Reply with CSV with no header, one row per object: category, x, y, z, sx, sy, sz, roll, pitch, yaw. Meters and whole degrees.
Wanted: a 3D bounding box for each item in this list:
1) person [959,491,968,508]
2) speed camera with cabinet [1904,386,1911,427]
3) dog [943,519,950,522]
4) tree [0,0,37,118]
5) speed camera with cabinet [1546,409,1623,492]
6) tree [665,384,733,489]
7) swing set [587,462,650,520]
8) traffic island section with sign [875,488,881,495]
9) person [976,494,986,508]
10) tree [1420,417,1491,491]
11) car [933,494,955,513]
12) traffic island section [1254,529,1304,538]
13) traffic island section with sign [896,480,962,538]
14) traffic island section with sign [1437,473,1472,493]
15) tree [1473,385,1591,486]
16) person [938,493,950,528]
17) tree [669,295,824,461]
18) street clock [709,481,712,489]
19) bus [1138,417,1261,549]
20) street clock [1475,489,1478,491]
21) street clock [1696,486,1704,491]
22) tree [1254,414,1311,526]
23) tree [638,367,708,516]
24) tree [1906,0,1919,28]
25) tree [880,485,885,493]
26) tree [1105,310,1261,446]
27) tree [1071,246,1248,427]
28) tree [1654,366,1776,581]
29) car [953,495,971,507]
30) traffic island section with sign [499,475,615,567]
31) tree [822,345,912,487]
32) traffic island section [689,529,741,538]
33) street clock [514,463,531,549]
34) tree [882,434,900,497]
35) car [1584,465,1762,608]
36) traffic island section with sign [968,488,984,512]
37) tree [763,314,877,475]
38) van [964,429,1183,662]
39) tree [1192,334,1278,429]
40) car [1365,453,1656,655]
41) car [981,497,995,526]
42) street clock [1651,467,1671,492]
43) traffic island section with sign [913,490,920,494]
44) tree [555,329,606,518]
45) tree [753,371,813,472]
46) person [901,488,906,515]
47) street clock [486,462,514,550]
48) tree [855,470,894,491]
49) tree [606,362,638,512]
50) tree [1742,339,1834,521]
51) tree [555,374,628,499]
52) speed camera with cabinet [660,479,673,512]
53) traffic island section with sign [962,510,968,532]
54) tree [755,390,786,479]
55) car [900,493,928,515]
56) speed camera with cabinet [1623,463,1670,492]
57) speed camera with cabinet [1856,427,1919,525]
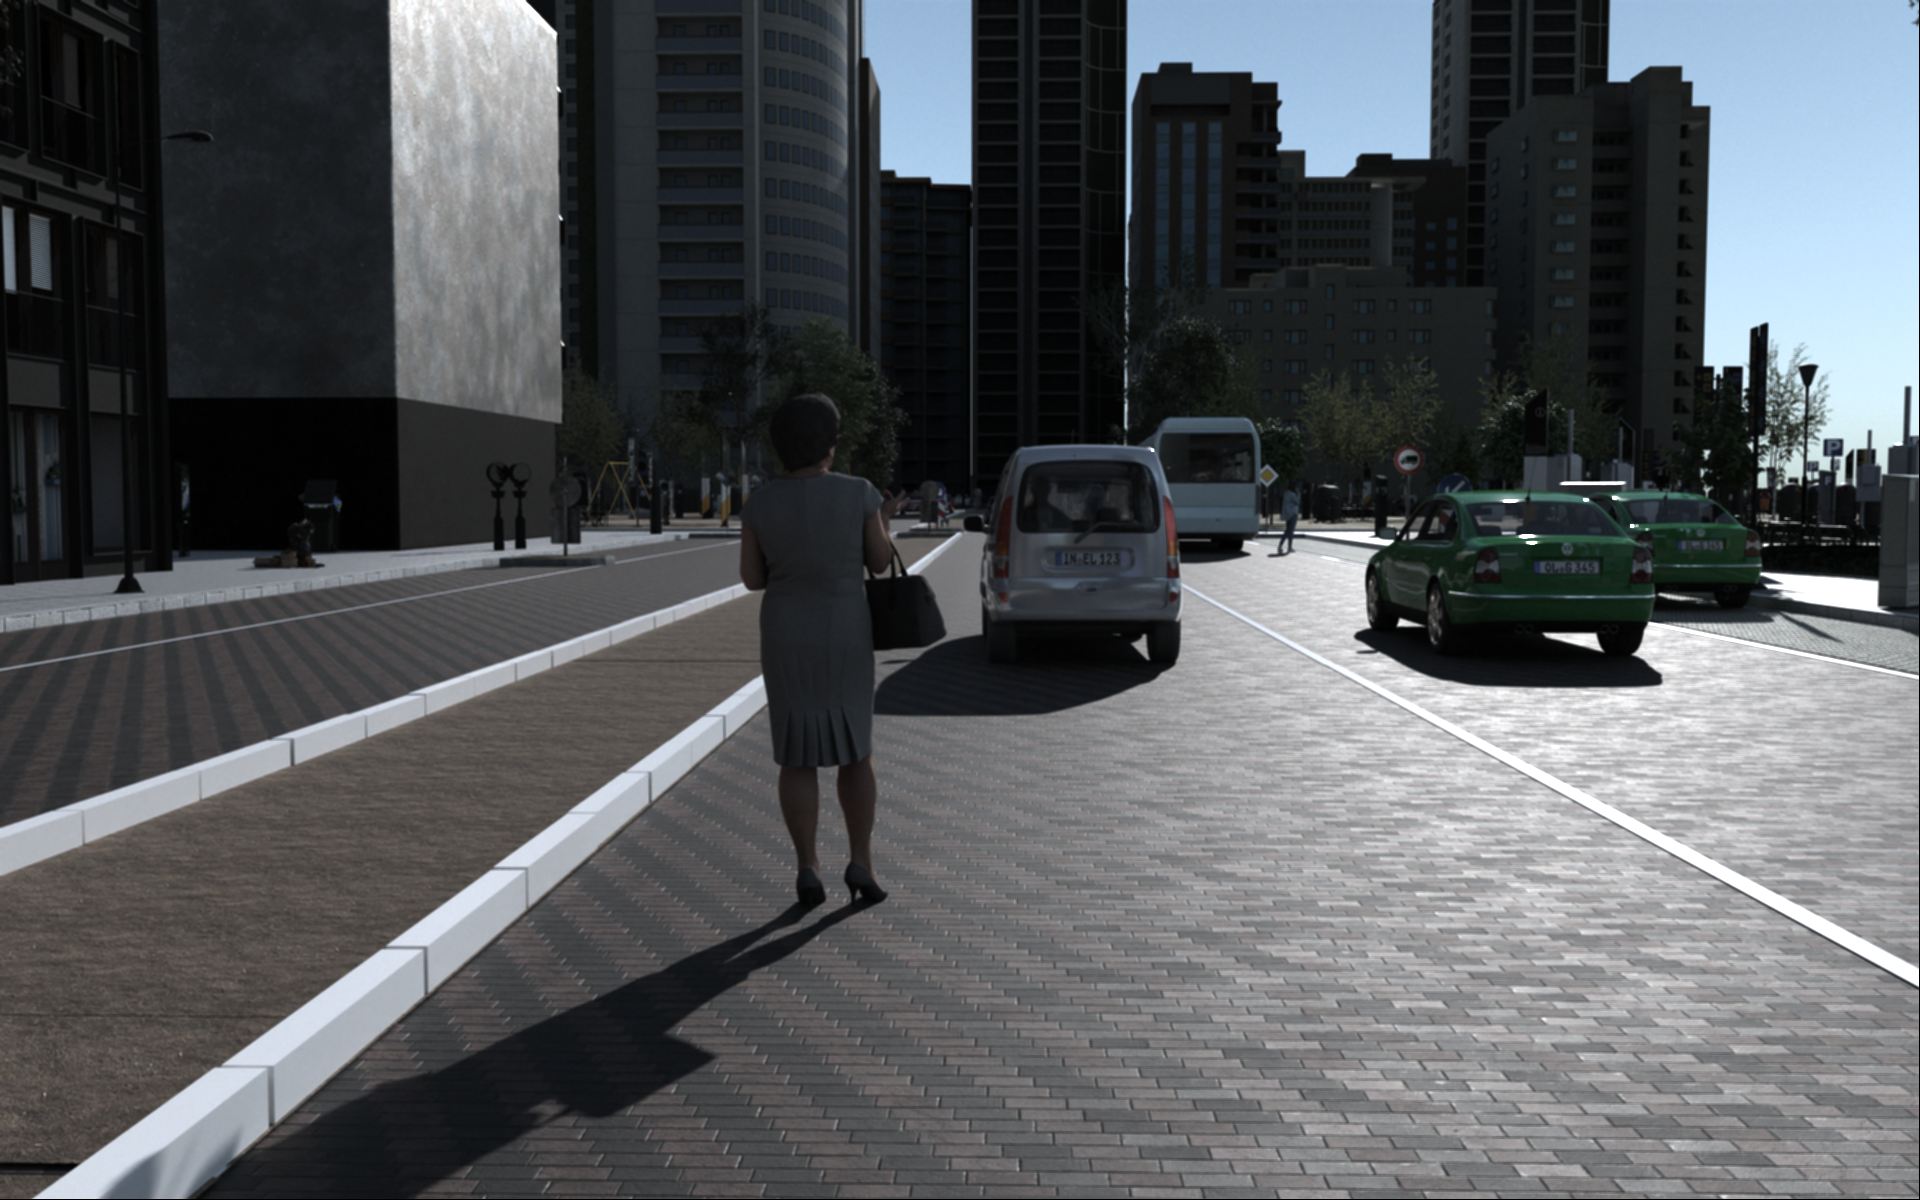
person,0.395,-10.391,178.909,1.217,1.766,0.721,3,5,41
speed camera with cabinet,17.770,-2.259,31.277,0.660,3.252,2.038,-1,4,-16
dog,-0.659,-4.155,88.135,0.748,0.427,0.550,-1,4,-18
tree,-11.138,-4.001,15.775,4.360,8.622,3.978,0,3,0
speed camera with cabinet,14.616,-2.840,40.770,2.038,3.252,0.660,-2,4,-35
tree,-16.866,-10.027,114.299,4.737,8.622,4.395,0,3,0
swing set,-16.925,-5.419,86.222,2.862,2.851,3.119,1,4,12
traffic island section with sign,-5.657,-6.669,117.661,1.989,1.847,2.006,0,4,2
person,2.095,-10.197,176.006,1.217,1.735,0.721,0,4,6
tree,12.669,-3.003,43.704,1.663,3.219,1.824,0,3,0
car,-1.414,-7.526,132.090,2.155,1.783,4.494,0,4,2
traffic island section,10.121,-2.129,57.082,2.009,0.180,2.903,0,4,2
traffic island section with sign,-1.057,-3.028,57.651,2.006,1.907,1.989,0,4,2
traffic island section with sign,9.449,-1.561,34.158,1.989,1.847,2.006,0,4,2
tree,17.262,-4.194,52.292,4.285,4.588,4.351,0,3,0
person,-0.712,-3.866,71.976,0.793,1.790,0.793,2,4,28
tree,-9.796,-8.939,80.573,8.767,10.594,7.601,2,4,34
street clock,-13.974,-5.594,96.031,0.471,2.002,0.358,-1,4,-22
bus,6.326,-3.260,48.154,2.948,3.499,13.247,0,4,4
street clock,33.376,-6.588,112.284,0.471,2.002,0.358,2,4,28
street clock,41.015,-5.594,96.025,0.471,2.002,0.358,1,4,15
tree,12.752,-5.349,71.175,4.285,4.588,4.351,0,3,0
tree,-16.645,-9.161,100.146,4.360,8.622,3.978,0,3,0
tree,11.924,-6.354,14.265,12.009,13.543,11.850,0,3,0
tree,-7.088,-9.492,149.800,1.663,3.219,1.824,0,3,0
tree,14.313,-11.683,108.023,9.611,12.733,9.660,0,3,0
tree,15.146,-16.919,132.509,12.611,20.169,13.585,0,3,0
tree,11.474,-1.906,25.769,1.663,3.219,1.824,0,3,0
car,0.196,-10.958,191.525,2.083,1.381,4.827,0,4,1
traffic island section with sign,-8.100,-1.624,35.173,1.989,1.847,2.006,0,4,2
tree,-8.309,-13.248,133.619,9.611,12.733,9.660,0,3,0
traffic island section,-7.762,-2.161,57.616,2.009,0.180,2.903,0,4,2
street clock,-10.319,-2.205,40.622,0.471,2.002,0.358,-3,5,-42
tree,-7.228,-12.885,161.032,4.360,8.622,3.978,0,3,0
car,8.951,-0.872,23.050,1.959,1.807,4.718,0,4,1
traffic island section with sign,1.390,-8.075,140.161,2.006,1.907,1.989,0,4,2
tree,-8.671,-11.711,109.598,7.486,12.596,7.792,0,3,0
van,1.043,-0.559,16.153,2.013,2.044,4.112,0,4,0
tree,12.826,-7.966,80.604,4.737,8.622,4.395,0,3,0
car,5.166,-0.489,16.794,1.959,1.807,4.718,0,4,2
car,1.880,-3.872,75.893,1.945,1.354,3.894,0,4,1
street clock,18.903,-2.578,46.728,0.471,2.002,0.358,-1,4,-21
traffic island section with sign,-4.177,-9.705,167.302,1.989,1.847,2.006,0,4,2
tree,-17.249,-7.461,72.355,4.360,8.622,3.978,0,3,0
tree,-9.661,-9.066,98.599,4.360,8.622,3.978,0,3,0
person,-3.910,-6.718,118.149,0.447,1.846,0.655,0,4,8
street clock,-10.514,-2.133,39.451,0.471,2.002,0.358,-2,4,-32
tree,-7.358,-9.877,145.199,4.285,4.588,4.351,0,3,0
tree,-19.511,-8.594,90.878,4.360,8.622,3.978,0,3,0
tree,39.366,-8.110,82.966,4.360,8.622,3.978,0,3,0
tree,-22.143,-9.507,105.795,4.737,8.622,4.395,0,3,0
speed camera with cabinet,-18.529,-6.792,105.392,2.038,3.252,0.660,1,4,10
traffic island section with sign,-0.828,-3.481,65.055,2.006,1.907,1.989,0,4,2
tree,-12.465,-10.485,121.791,4.737,8.622,4.395,0,3,0
car,-3.238,-6.841,120.887,2.155,1.783,4.494,0,4,1
speed camera with cabinet,20.137,-3.505,51.641,2.038,3.252,0.660,-1,4,-16
speed camera with cabinet,28.766,-3.610,53.357,2.038,3.252,0.660,2,4,29
